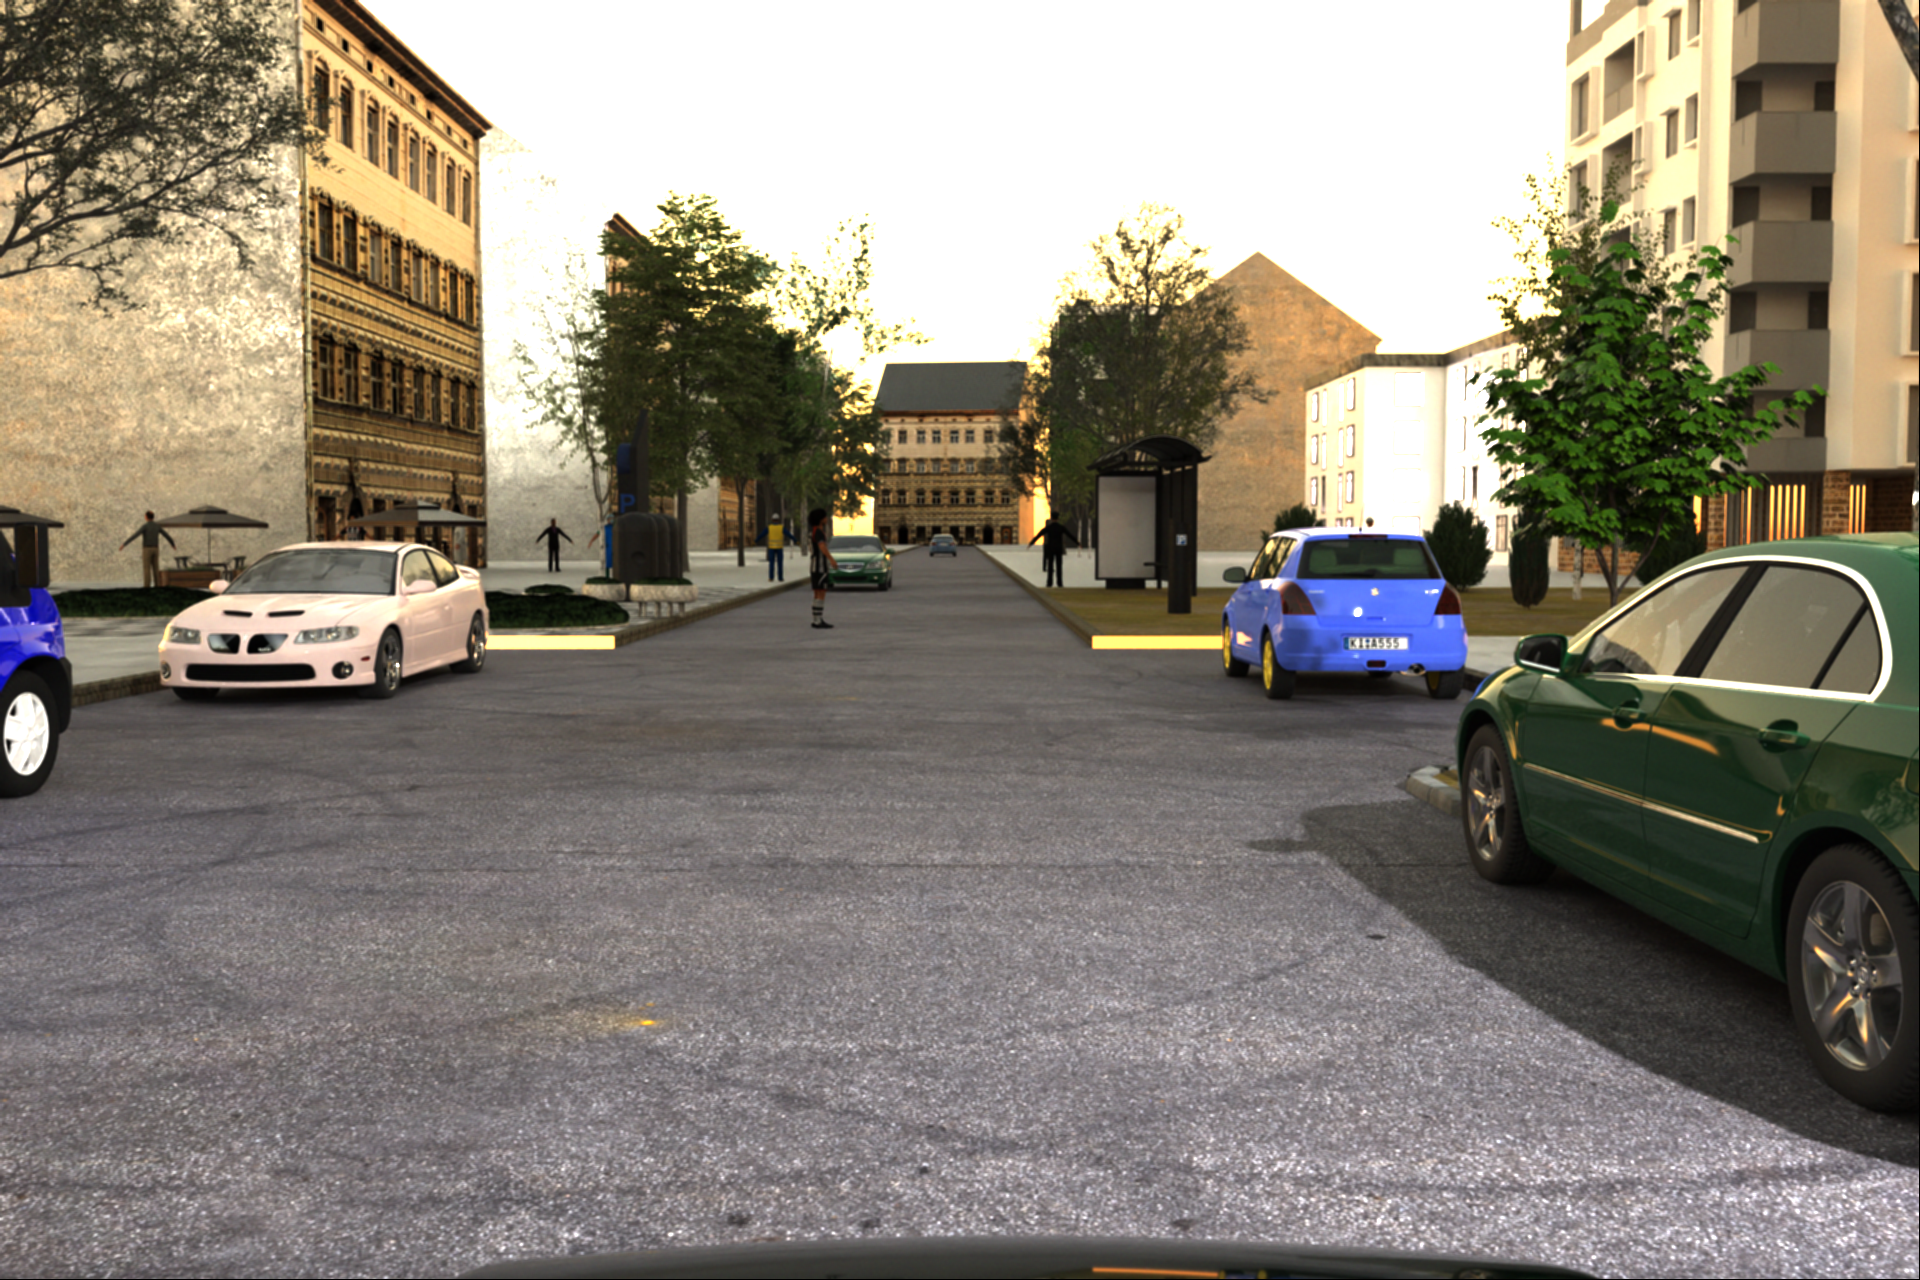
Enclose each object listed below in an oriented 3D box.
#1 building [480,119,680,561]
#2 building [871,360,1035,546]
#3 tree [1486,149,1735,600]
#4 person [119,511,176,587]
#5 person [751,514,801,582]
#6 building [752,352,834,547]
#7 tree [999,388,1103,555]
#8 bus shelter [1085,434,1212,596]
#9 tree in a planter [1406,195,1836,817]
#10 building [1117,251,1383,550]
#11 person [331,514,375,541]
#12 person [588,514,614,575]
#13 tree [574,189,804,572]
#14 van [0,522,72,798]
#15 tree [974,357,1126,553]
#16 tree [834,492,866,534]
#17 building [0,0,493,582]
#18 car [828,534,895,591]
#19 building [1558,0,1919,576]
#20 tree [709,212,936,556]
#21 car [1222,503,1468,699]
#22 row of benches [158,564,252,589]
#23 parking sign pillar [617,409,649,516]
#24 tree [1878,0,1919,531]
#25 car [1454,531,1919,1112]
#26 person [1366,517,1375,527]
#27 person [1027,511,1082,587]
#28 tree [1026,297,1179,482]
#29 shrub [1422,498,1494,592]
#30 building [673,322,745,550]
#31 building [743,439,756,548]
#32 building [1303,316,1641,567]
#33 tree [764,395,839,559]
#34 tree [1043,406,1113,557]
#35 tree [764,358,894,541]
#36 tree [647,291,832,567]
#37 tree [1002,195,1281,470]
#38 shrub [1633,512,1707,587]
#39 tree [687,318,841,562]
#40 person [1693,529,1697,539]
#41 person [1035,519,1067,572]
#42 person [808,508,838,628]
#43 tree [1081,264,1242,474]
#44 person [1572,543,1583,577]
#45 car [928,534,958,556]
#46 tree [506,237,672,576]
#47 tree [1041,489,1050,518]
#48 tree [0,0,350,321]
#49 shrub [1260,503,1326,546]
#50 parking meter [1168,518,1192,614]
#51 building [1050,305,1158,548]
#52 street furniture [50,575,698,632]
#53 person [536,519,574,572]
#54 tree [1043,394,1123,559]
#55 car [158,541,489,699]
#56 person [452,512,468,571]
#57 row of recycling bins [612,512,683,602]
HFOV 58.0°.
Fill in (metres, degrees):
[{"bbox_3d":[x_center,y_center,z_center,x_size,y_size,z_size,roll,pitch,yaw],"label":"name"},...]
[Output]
[{"bbox_3d":[-25.707,-15.854,90.140,19.493,23.208,18.063,0,4,0],"label":"building"},{"bbox_3d":[-0.468,-23.610,219.406,18.063,23.208,19.493,1,4,8],"label":"building"},{"bbox_3d":[12.243,-5.083,33.476,4.737,8.622,4.395,0,3,0],"label":"tree"},{"bbox_3d":[-18.180,-1.994,38.872,0.705,1.796,1.348,2,4,33],"label":"person"},{"bbox_3d":[-4.981,-2.501,46.863,1.349,1.833,0.705,0,4,-5],"label":"person"},{"bbox_3d":[-28.938,-21.313,192.447,27.936,21.610,32.646,0,4,-1],"label":"building"},{"bbox_3d":[6.096,-10.515,106.325,7.601,10.594,8.767,1,4,17],"label":"tree"},{"bbox_3d":[4.024,-2.693,37.950,2.014,3.302,5.546,0,4,-2],"label":"bus shelter"},{"bbox_3d":[3.488,-0.732,9.193,1.991,3.239,1.994,0,4,-1],"label":"tree in a planter"},{"bbox_3d":[23.154,-19.139,143.846,19.493,23.208,18.063,0,4,0],"label":"building"},{"bbox_3d":[-16.282,-2.468,46.489,1.345,1.843,0.704,0,4,-7],"label":"person"},{"bbox_3d":[-9.199,-2.421,45.713,1.347,1.817,0.704,-2,4,-33],"label":"person"},{"bbox_3d":[-9.005,-8.514,57.331,7.486,12.596,7.792,0,3,0],"label":"tree"},{"bbox_3d":[-6.008,-0.202,7.684,2.240,2.365,5.245,0,4,0],"label":"van"},{"bbox_3d":[6.315,-12.774,119.219,12.009,13.543,11.850,0,3,0],"label":"tree"},{"bbox_3d":[-13.016,-16.067,213.063,4.360,8.622,3.978,0,3,0],"label":"tree"},{"bbox_3d":[-26.845,-13.701,54.940,19.493,23.208,18.063,0,4,-1],"label":"building"},{"bbox_3d":[-2.726,-2.032,45.026,2.131,1.459,4.920,0,4,0],"label":"car"},{"bbox_3d":[25.468,-12.267,56.988,16.016,20.090,11.380,0,3,0],"label":"building"},{"bbox_3d":[-7.808,-14.994,101.045,12.611,20.169,13.585,0,3,0],"label":"tree"},{"bbox_3d":[3.504,-0.412,16.326,1.945,1.707,3.694,0,4,0],"label":"car"},{"bbox_3d":[-14.467,-1.268,36.195,4.104,0.672,1.422,-3,4,-36],"label":"row of benches"},{"bbox_3d":[-6.931,-2.954,36.775,1.447,3.967,1.447,0,4,1],"label":"parking sign pillar"},{"bbox_3d":[8.125,-9.847,16.888,12.611,20.169,13.585,0,3,0],"label":"tree"},{"bbox_3d":[3.104,0.370,5.742,2.131,1.459,4.920,0,4,-1],"label":"car"},{"bbox_3d":[11.949,-2.675,50.194,1.216,1.772,0.721,-3,5,-42],"label":"person"},{"bbox_3d":[2.303,-2.209,42.056,1.347,1.837,0.705,0,4,0],"label":"person"},{"bbox_3d":[6.778,-9.169,75.665,9.928,11.665,9.643,0,3,0],"label":"tree"},{"bbox_3d":[10.960,-2.105,38.453,1.661,2.075,1.752,0,3,0],"label":"shrub"},{"bbox_3d":[-28.259,-19.155,144.114,19.493,23.208,18.063,0,4,-1],"label":"building"},{"bbox_3d":[-29.503,-20.277,162.465,19.493,23.208,18.063,0,4,0],"label":"building"},{"bbox_3d":[23.226,-8.473,80.687,9.099,9.664,28.070,0,4,0],"label":"building"},{"bbox_3d":[-8.400,-8.463,88.726,4.737,8.622,4.395,0,3,0],"label":"tree"},{"bbox_3d":[6.651,-8.944,96.603,4.737,8.622,4.395,0,3,0],"label":"tree"},{"bbox_3d":[-9.398,-13.264,123.524,9.857,13.997,8.962,0,3,0],"label":"tree"},{"bbox_3d":[-8.805,-8.147,67.614,8.767,10.594,7.601,2,4,29],"label":"tree"},{"bbox_3d":[6.401,-9.315,62.669,12.009,13.543,11.850,0,3,0],"label":"tree"},{"bbox_3d":[15.593,-2.057,38.052,1.690,2.028,1.600,0,3,0],"label":"shrub"},{"bbox_3d":[-9.031,-9.511,81.253,9.928,11.665,9.643,0,3,0],"label":"tree"},{"bbox_3d":[17.480,-2.168,41.632,0.705,1.806,1.347,0,4,6],"label":"person"},{"bbox_3d":[3.028,-3.253,59.313,1.348,1.813,0.705,2,4,34],"label":"person"},{"bbox_3d":[-2.119,-1.091,26.437,0.704,1.843,1.345,-1,4,-17],"label":"person"},{"bbox_3d":[5.997,-5.911,47.011,4.360,8.622,3.978,0,3,0],"label":"tree"},{"bbox_3d":[18.409,-2.800,51.560,0.705,1.856,1.354,2,4,24],"label":"person"},{"bbox_3d":[-1.090,-6.123,112.116,2.014,1.417,4.499,0,4,0],"label":"car"},{"bbox_3d":[-8.885,-5.688,43.361,4.360,8.622,3.978,0,3,0],"label":"tree"},{"bbox_3d":[12.607,-16.127,214.040,4.360,8.622,3.978,0,3,0],"label":"tree"},{"bbox_3d":[-12.265,-6.676,19.516,12.009,13.543,11.850,0,3,0],"label":"tree"},{"bbox_3d":[8.073,-2.291,41.503,1.661,2.075,1.752,0,3,0],"label":"shrub"},{"bbox_3d":[3.557,-1.200,28.035,0.372,1.533,0.369,0,3,0],"label":"parking meter"},{"bbox_3d":[22.666,-19.999,170.960,27.936,21.610,32.646,0,4,0],"label":"building"},{"bbox_3d":[-8.895,-0.667,26.538,10.072,0.657,5.734,2,4,27],"label":"street furniture"},{"bbox_3d":[-13.846,-3.233,59.080,1.346,1.802,0.704,-2,4,-32],"label":"person"},{"bbox_3d":[6.600,-8.536,89.932,4.737,8.622,4.395,0,3,0],"label":"tree"},{"bbox_3d":[-5.880,-0.256,16.540,2.083,1.381,4.827,0,4,0],"label":"car"},{"bbox_3d":[-11.942,-2.144,41.239,0.705,1.806,1.347,-1,4,-20],"label":"person"},{"bbox_3d":[-6.099,-1.655,34.165,1.069,1.692,3.534,0,4,1],"label":"row of recycling bins"}]
